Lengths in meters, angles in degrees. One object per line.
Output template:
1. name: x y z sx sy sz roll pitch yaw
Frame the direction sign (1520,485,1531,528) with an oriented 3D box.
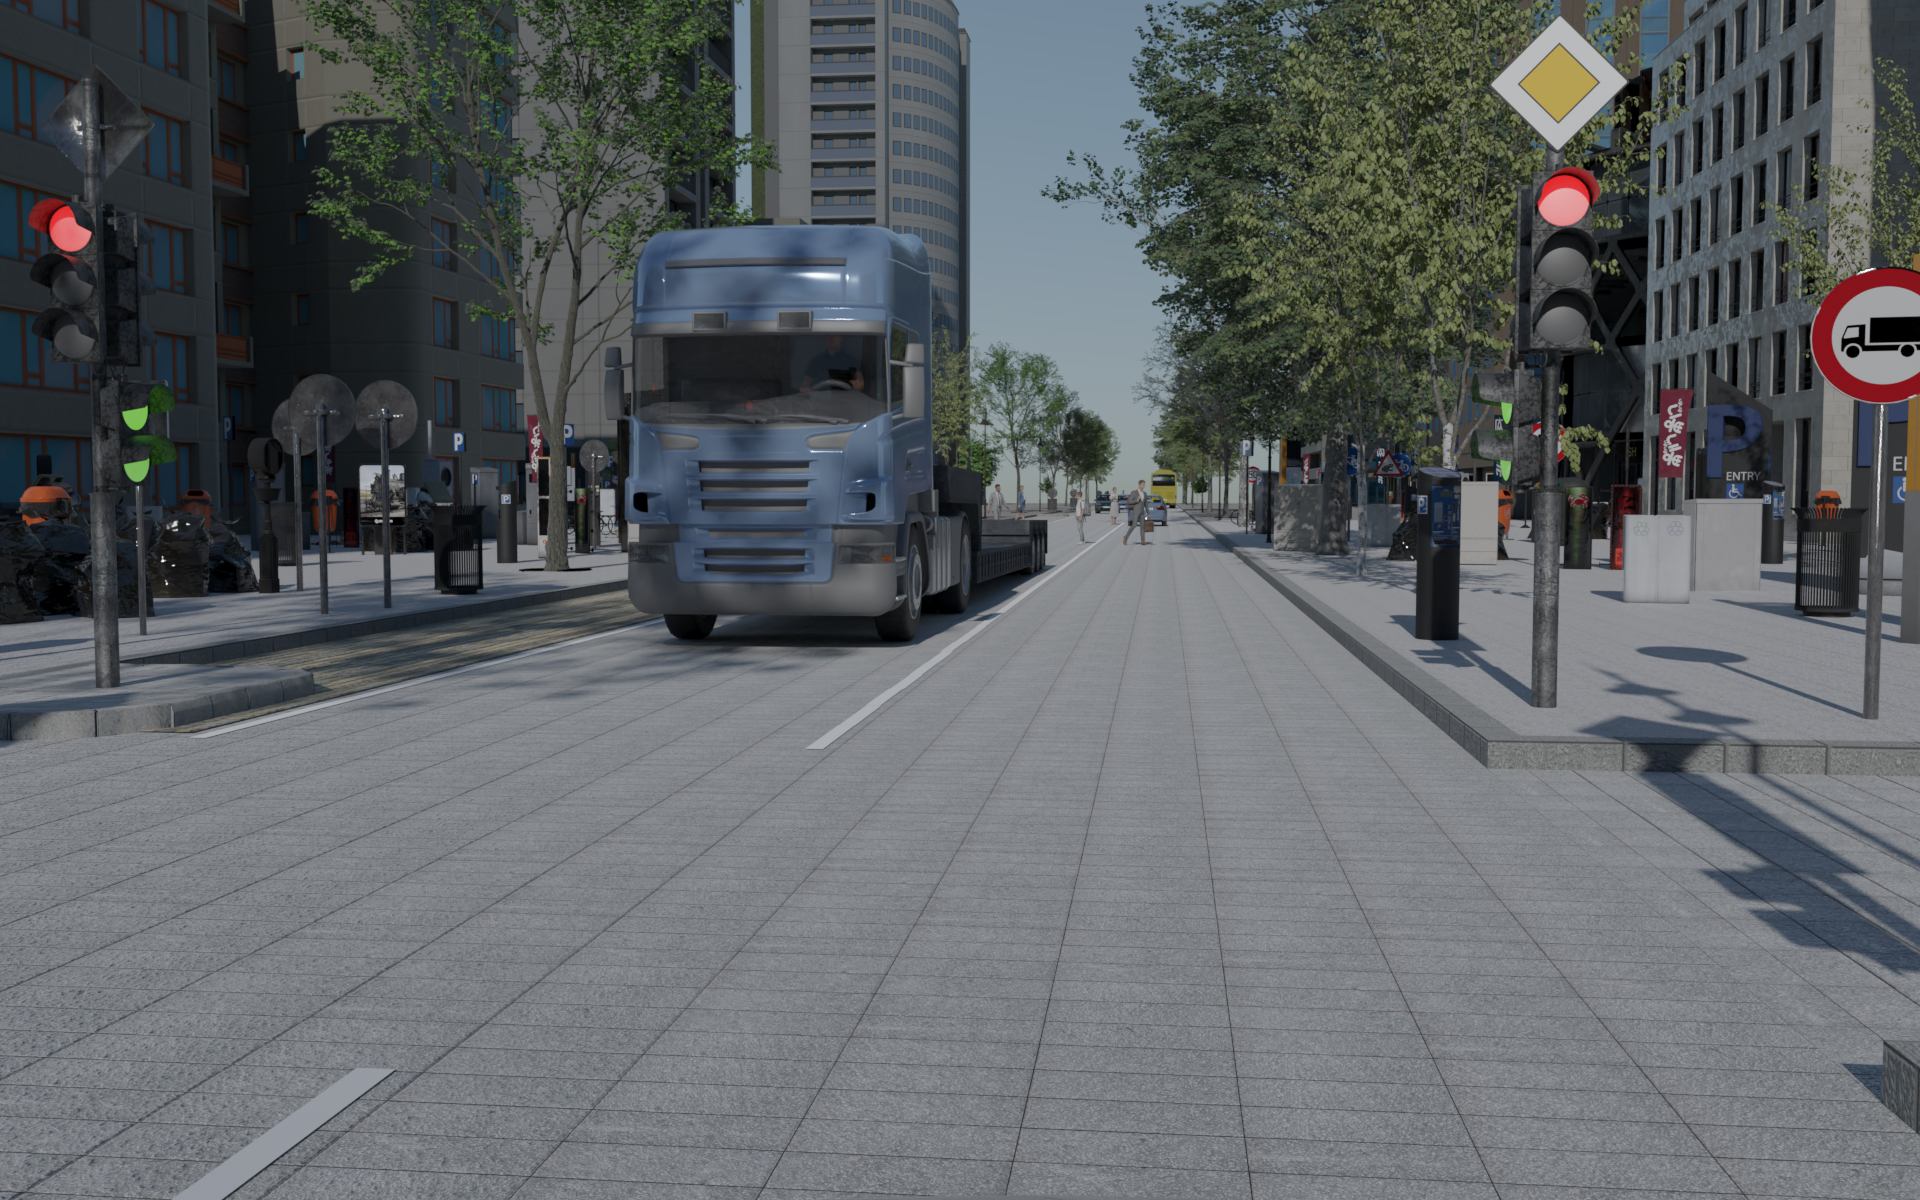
1. direction sign: 21.311 -4.476 65.182 0.379 3.537 0.876 -2 4 -34

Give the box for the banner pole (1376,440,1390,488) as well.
1. banner pole: 19.452 -5.477 79.569 0.863 3.779 0.401 -1 4 -18

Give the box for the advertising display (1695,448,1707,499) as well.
1. advertising display: 10.435 -1.175 24.433 0.123 1.923 0.974 1 4 22

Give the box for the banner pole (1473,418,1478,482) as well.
1. banner pole: 16.968 -4.103 57.107 0.401 3.779 0.863 1 4 17

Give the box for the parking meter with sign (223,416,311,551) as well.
1. parking meter with sign: -15.681 -2.630 39.255 1.738 3.016 0.543 -3 5 -42

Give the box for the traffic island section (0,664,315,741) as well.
1. traffic island section: -5.685 0.658 11.529 2.009 0.180 2.903 0 4 7

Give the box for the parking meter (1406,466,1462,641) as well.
1. parking meter: 4.226 -0.421 15.297 0.372 1.533 0.369 0 3 0

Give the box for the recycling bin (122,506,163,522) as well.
1. recycling bin: -17.299 -1.469 36.574 0.722 1.027 0.722 -3 4 -38

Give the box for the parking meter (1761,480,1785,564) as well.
1. parking meter: 14.928 -1.430 31.799 0.372 1.533 0.369 0 3 0

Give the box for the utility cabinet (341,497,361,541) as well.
1. utility cabinet: -16.699 -2.222 47.491 0.306 1.237 1.020 -2 4 -33

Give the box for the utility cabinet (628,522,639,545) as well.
1. utility cabinet: -5.683 -1.434 32.128 0.318 1.500 1.173 2 4 28

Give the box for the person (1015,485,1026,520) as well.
1. person: 2.725 -4.230 77.678 0.581 1.822 0.654 -3 5 -43

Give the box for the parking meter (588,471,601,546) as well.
1. parking meter: -8.986 -2.256 42.593 0.255 1.863 0.399 -1 4 -17

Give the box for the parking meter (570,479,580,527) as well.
1. parking meter: -14.812 -3.723 66.583 0.399 1.863 0.255 0 4 7

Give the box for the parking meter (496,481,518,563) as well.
1. parking meter: -8.415 -1.452 32.155 0.372 1.533 0.369 0 3 0

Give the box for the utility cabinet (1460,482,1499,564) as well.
1. utility cabinet: 9.129 -1.388 31.371 1.173 1.500 0.318 1 4 17

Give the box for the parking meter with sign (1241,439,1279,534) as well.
1. parking meter with sign: 9.855 -3.614 55.355 1.738 3.016 0.543 -2 4 -27

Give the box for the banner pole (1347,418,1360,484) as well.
1. banner pole: 11.330 -3.692 50.385 0.863 3.779 0.401 -1 4 -12

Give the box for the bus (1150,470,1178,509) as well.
1. bus: 20.582 -11.214 174.888 2.896 3.916 12.252 0 4 7

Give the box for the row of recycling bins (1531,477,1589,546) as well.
1. row of recycling bins: 15.325 -2.262 44.096 1.069 1.692 3.534 0 4 8

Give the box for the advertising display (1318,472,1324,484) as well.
1. advertising display: 10.447 -2.746 50.112 0.123 1.923 0.974 0 4 6

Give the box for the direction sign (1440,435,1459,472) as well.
1. direction sign: 18.721 -4.545 66.316 0.379 3.537 0.876 -2 4 -30

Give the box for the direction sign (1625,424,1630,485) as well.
1. direction sign: 21.817 -3.955 56.664 0.379 3.537 0.876 2 4 25

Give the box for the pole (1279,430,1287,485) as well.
1. pole: 9.270 -3.420 49.765 0.158 3.312 0.155 0 3 0

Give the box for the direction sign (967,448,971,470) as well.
1. direction sign: 0.429 -5.758 86.139 0.379 3.537 0.876 -1 4 -10

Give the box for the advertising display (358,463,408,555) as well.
1. advertising display: -12.166 -1.915 36.517 0.974 1.923 0.123 -1 4 -9

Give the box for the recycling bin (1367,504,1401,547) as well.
1. recycling bin: 10.357 -1.831 42.484 0.722 1.027 0.722 0 4 -3

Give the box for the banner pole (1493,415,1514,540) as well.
1. banner pole: 15.115 -3.561 48.238 0.863 3.779 0.401 -2 4 -33

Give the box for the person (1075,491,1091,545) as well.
1. person: 3.443 -2.335 49.268 0.523 1.515 0.503 -3 5 -41

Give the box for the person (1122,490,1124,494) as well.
1. person: 16.493 -10.163 174.657 0.705 1.826 1.348 2 4 34

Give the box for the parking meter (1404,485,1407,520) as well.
1. parking meter: 12.837 -2.502 49.322 0.372 1.533 0.369 0 3 0

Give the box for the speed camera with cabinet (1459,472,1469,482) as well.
1. speed camera with cabinet: 20.434 -4.746 71.940 0.660 3.252 2.038 3 5 42

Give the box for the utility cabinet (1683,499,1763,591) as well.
1. utility cabinet: 10.122 -0.726 23.024 1.020 1.237 0.306 -1 4 -13

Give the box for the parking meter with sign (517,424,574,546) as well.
1. parking meter with sign: -10.460 -2.877 43.292 1.738 3.016 0.543 2 4 31

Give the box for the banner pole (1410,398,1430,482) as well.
1. banner pole: 11.348 -3.217 42.613 0.863 3.779 0.401 -3 4 -36

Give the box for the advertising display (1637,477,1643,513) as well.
1. advertising display: 26.278 -3.737 66.305 0.123 1.923 0.974 -1 4 -18

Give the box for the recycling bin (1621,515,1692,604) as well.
1. recycling bin: 8.286 -0.494 20.629 0.722 1.027 0.722 1 4 19

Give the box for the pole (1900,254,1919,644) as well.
1. pole: 8.203 -1.281 14.789 0.158 3.312 0.155 0 3 0

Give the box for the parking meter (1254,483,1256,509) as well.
1. parking meter: 14.455 -4.789 84.009 0.399 1.863 0.255 0 4 5

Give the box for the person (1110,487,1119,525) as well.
1. person: 7.242 -4.383 80.726 0.480 1.755 0.524 -3 4 -37

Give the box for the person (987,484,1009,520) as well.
1. person: 1.331 -3.270 62.231 0.678 1.792 0.850 -2 4 -32

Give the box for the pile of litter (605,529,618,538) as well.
1. pile of litter: -9.615 -2.258 50.876 1.719 0.858 1.176 -1 4 -15

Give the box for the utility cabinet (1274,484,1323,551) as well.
1. utility cabinet: 7.599 -1.847 38.872 0.318 1.500 1.173 -3 5 -41

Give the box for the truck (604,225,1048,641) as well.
1. truck: -0.724 -2.088 23.892 2.967 4.110 18.799 0 4 7

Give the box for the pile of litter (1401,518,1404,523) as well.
1. pile of litter: 18.062 -3.559 72.147 1.719 0.858 1.176 0 4 -3

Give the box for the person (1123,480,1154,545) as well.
1. person: 4.994 -2.446 48.461 0.622 1.834 0.822 -3 5 -42

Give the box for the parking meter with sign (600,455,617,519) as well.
1. parking meter with sign: -16.066 -5.029 78.493 0.543 3.016 1.738 -2 4 -30

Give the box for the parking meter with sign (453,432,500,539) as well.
1. parking meter with sign: -13.576 -3.261 49.574 0.543 3.016 1.738 3 5 41

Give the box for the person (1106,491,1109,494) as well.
1. person: 16.824 -11.524 196.931 1.348 1.822 0.705 2 4 28

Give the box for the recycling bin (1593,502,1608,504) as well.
1. recycling bin: 19.541 -2.508 53.559 0.722 1.027 0.722 0 4 -5

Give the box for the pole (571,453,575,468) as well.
1. pole: -19.234 -5.647 86.172 0.158 3.312 0.155 0 3 0
